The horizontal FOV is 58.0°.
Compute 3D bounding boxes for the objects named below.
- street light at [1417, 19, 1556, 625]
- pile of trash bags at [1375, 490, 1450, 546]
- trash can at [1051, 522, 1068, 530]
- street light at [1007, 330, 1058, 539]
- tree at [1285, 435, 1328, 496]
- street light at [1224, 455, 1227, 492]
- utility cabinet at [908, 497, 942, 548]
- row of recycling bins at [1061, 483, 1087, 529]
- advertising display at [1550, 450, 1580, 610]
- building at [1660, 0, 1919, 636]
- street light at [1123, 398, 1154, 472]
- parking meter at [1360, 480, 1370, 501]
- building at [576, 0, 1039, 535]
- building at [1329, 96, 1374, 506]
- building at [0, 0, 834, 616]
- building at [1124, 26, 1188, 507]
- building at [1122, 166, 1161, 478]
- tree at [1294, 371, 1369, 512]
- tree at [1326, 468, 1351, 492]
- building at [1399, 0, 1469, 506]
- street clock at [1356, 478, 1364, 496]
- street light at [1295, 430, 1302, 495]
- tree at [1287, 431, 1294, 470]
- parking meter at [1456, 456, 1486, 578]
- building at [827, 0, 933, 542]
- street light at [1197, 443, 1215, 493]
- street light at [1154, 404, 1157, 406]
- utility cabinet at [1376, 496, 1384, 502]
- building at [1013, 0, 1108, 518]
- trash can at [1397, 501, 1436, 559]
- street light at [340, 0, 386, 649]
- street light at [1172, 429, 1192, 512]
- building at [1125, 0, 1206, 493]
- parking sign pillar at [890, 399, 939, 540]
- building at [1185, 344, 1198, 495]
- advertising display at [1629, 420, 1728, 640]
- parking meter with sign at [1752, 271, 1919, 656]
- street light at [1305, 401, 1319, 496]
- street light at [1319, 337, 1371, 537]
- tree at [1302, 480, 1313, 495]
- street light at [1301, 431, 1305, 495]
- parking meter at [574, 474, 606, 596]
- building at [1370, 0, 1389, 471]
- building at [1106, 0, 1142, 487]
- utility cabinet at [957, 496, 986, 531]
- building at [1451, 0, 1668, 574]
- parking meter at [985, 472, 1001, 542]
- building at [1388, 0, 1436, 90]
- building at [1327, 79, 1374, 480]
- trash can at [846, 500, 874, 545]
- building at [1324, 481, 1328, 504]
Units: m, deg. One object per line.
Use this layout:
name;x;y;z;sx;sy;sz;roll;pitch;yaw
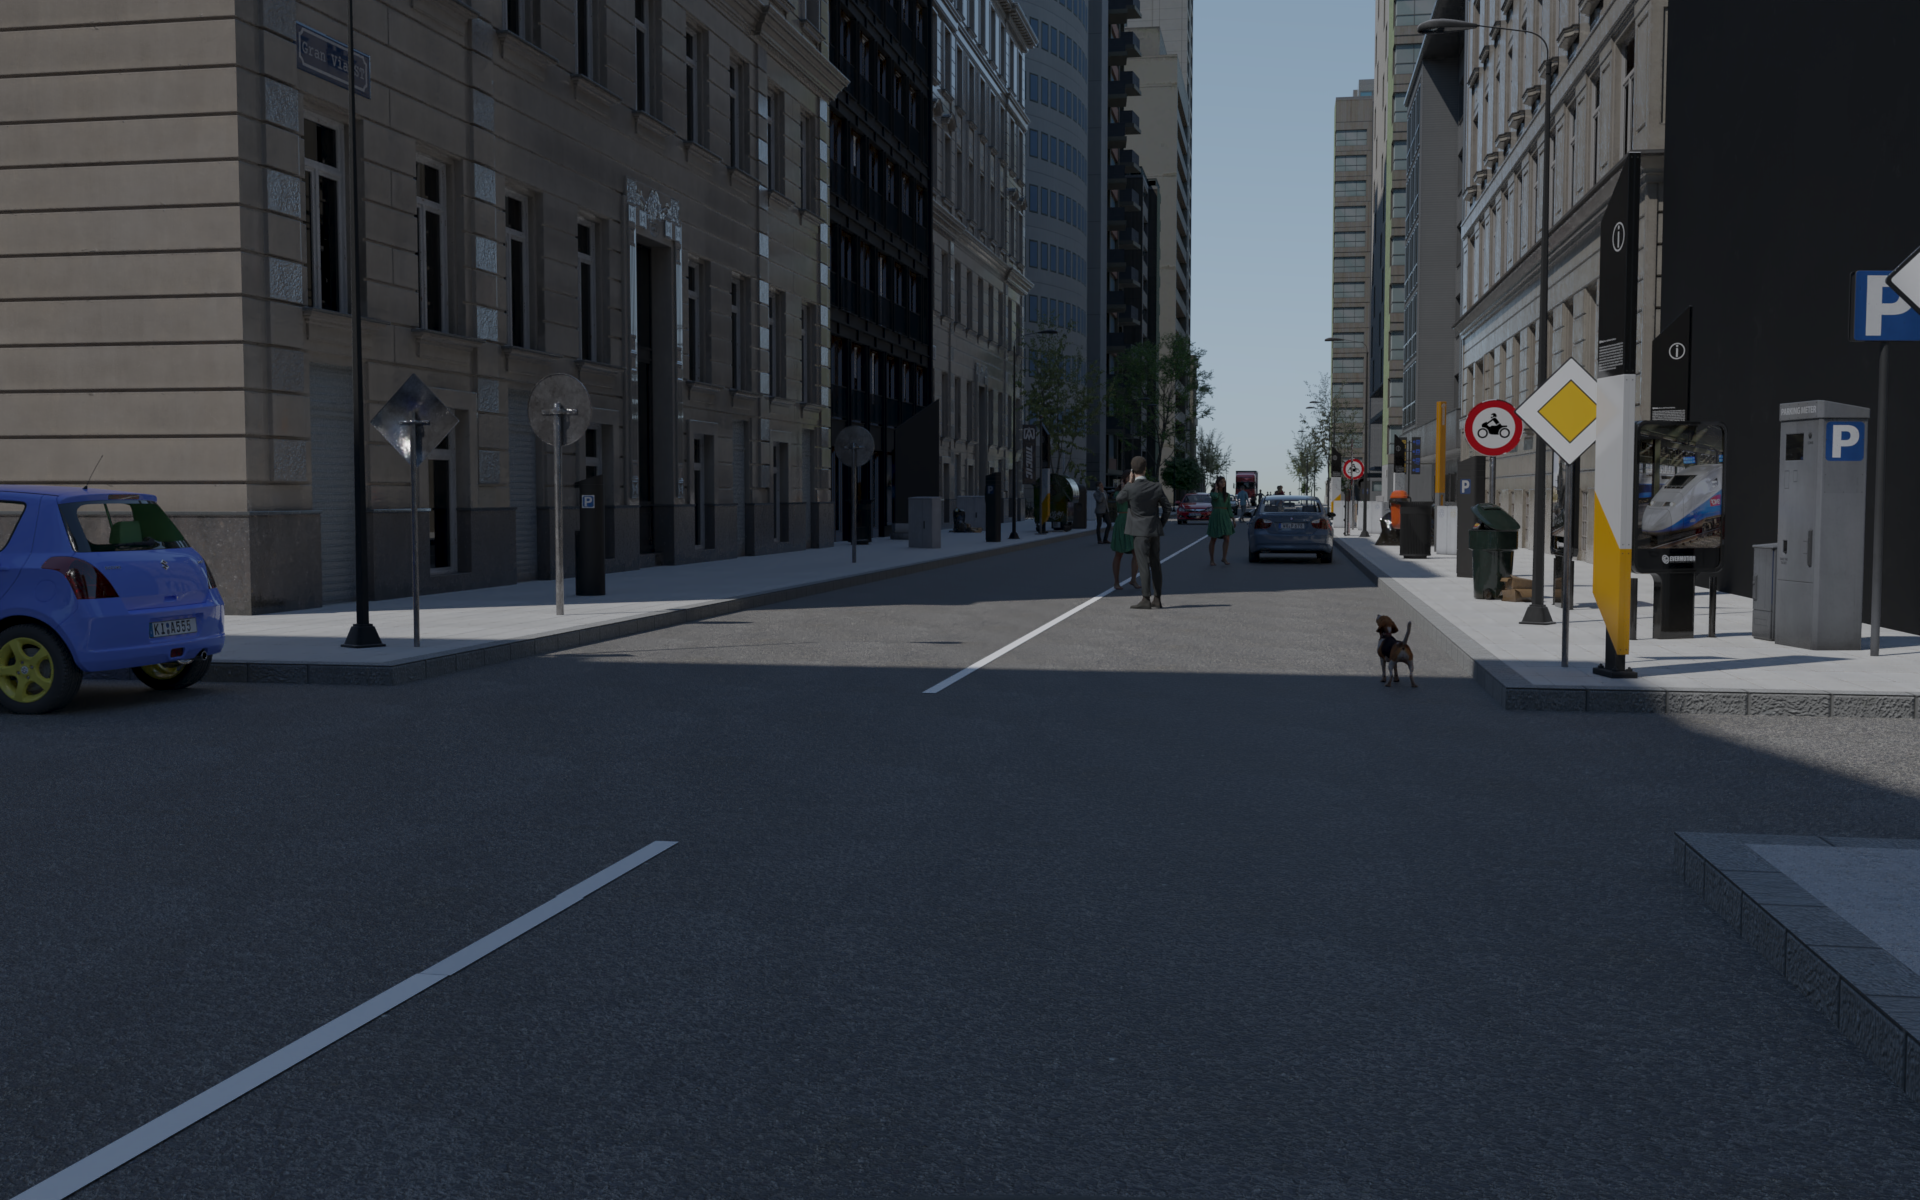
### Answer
street light;5.171;-2.721;17.030;1.470;5.913;1.316;1;4;10
pile of trash bags;11.221;-2.034;43.013;1.912;1.369;3.447;2;4;25
trash can;3.533;-3.035;61.270;0.748;1.137;0.748;0;3;0
street light;2.071;-4.685;49.134;1.470;5.913;1.316;1;4;10
tree;44.361;-16.757;224.342;4.737;8.622;4.395;0;3;0
street light;31.325;-14.373;207.545;1.470;5.913;1.316;1;4;10
utility cabinet;-0.849;-1.843;41.288;0.306;1.237;1.020;-2;4;-35
row of recycling bins;4.316;-3.559;65.310;1.069;1.692;3.534;0;4;1
advertising display;6.822;-0.877;19.545;0.123;1.923;0.974;0;4;8
building;17.402;-11.557;18.636;15.834;23.373;12.332;1;4;10
street light;8.457;-6.797;83.669;1.470;5.913;1.316;1;4;10
parking meter;16.873;-4.067;72.207;0.399;1.863;0.255;1;4;9
building;-4.652;-16.728;70.767;12.463;27.353;25.104;1;4;10
building;45.863;-30.393;180.514;14.154;41.232;14.086;1;4;10
building;-10.804;-14.255;30.327;12.463;27.353;25.104;1;4;10
building;13.083;-34.385;185.901;21.300;48.544;21.600;1;4;10
building;10.167;-23.332;153.182;14.160;30.474;14.107;1;4;10
tree;22.194;-9.346;103.176;4.360;8.622;3.978;0;3;0
tree;23.718;-7.013;109.271;1.663;3.219;1.824;0;3;0
building;25.951;-15.299;69.207;14.314;24.678;30.058;1;4;10
street clock;18.264;-4.536;78.736;0.471;2.002;0.358;-1;4;-9
street light;25.340;-9.411;126.416;1.470;5.913;1.316;1;4;10
tree;36.803;-14.286;183.934;4.360;8.622;3.978;0;3;0
parking meter;7.841;-1.278;26.600;0.255;1.863;0.399;-2;4;-27
building;-8.382;-13.523;50.778;12.332;23.373;15.834;1;4;10
street light;22.334;-11.370;158.443;1.470;5.913;1.316;1;4;10
street light;9.487;-7.161;89.629;1.470;5.913;1.316;1;4;10
utility cabinet;16.729;-3.541;69.059;0.306;1.237;1.020;1;4;12
building;-2.985;-34.368;103.913;21.231;58.520;28.212;1;4;10
trash can;9.042;-1.390;34.372;0.748;1.137;0.748;0;3;0
street light;-4.486;-2.553;14.276;1.470;5.913;1.316;1;4;10
street light;15.893;-9.270;124.105;1.470;5.913;1.316;1;4;10
building;23.003;-48.678;234.136;20.563;71.187;20.611;1;4;10
parking sign pillar;-1.264;-3.704;49.027;1.447;3.967;1.447;-1;4;-16
building;14.532;-22.449;212.088;27.650;21.520;28.899;1;4;10
advertising display;6.326;-0.617;15.306;0.974;1.923;0.123;-1;4;-18
parking meter with sign;7.209;-1.112;14.443;0.543;3.016;1.738;0;4;-2
street light;18.097;-6.961;86.355;1.470;5.913;1.316;1;4;10
street light;11.493;-4.823;51.390;1.470;5.913;1.316;1;4;10
tree;43.265;-13.635;217.535;1.663;3.219;1.824;0;3;0
street light;19.039;-7.306;91.989;1.470;5.913;1.316;1;4;10
parking meter;-4.687;-0.827;21.927;0.372;1.533;0.369;0;3;0
building;42.279;-32.267;116.802;28.713;52.752;27.495;1;4;10
building;2.136;-29.223;132.416;22.147;44.769;28.867;1;4;10
utility cabinet;0.409;-3.014;60.443;1.020;1.237;0.306;1;4;13
building;20.579;-12.627;39.741;16.112;22.955;30.059;1;4;10
parking meter;0.882;-2.483;46.311;0.399;1.863;0.255;3;5;40
building;31.235;-25.338;97.863;14.154;41.232;14.086;1;4;10
building;55.219;-35.569;201.155;23.786;49.044;30.456;1;4;10
trash can;-2.540;-1.973;43.911;0.748;1.137;0.748;0;3;0
building;64.676;-32.750;227.338;32.217;40.220;23.993;1;4;10
